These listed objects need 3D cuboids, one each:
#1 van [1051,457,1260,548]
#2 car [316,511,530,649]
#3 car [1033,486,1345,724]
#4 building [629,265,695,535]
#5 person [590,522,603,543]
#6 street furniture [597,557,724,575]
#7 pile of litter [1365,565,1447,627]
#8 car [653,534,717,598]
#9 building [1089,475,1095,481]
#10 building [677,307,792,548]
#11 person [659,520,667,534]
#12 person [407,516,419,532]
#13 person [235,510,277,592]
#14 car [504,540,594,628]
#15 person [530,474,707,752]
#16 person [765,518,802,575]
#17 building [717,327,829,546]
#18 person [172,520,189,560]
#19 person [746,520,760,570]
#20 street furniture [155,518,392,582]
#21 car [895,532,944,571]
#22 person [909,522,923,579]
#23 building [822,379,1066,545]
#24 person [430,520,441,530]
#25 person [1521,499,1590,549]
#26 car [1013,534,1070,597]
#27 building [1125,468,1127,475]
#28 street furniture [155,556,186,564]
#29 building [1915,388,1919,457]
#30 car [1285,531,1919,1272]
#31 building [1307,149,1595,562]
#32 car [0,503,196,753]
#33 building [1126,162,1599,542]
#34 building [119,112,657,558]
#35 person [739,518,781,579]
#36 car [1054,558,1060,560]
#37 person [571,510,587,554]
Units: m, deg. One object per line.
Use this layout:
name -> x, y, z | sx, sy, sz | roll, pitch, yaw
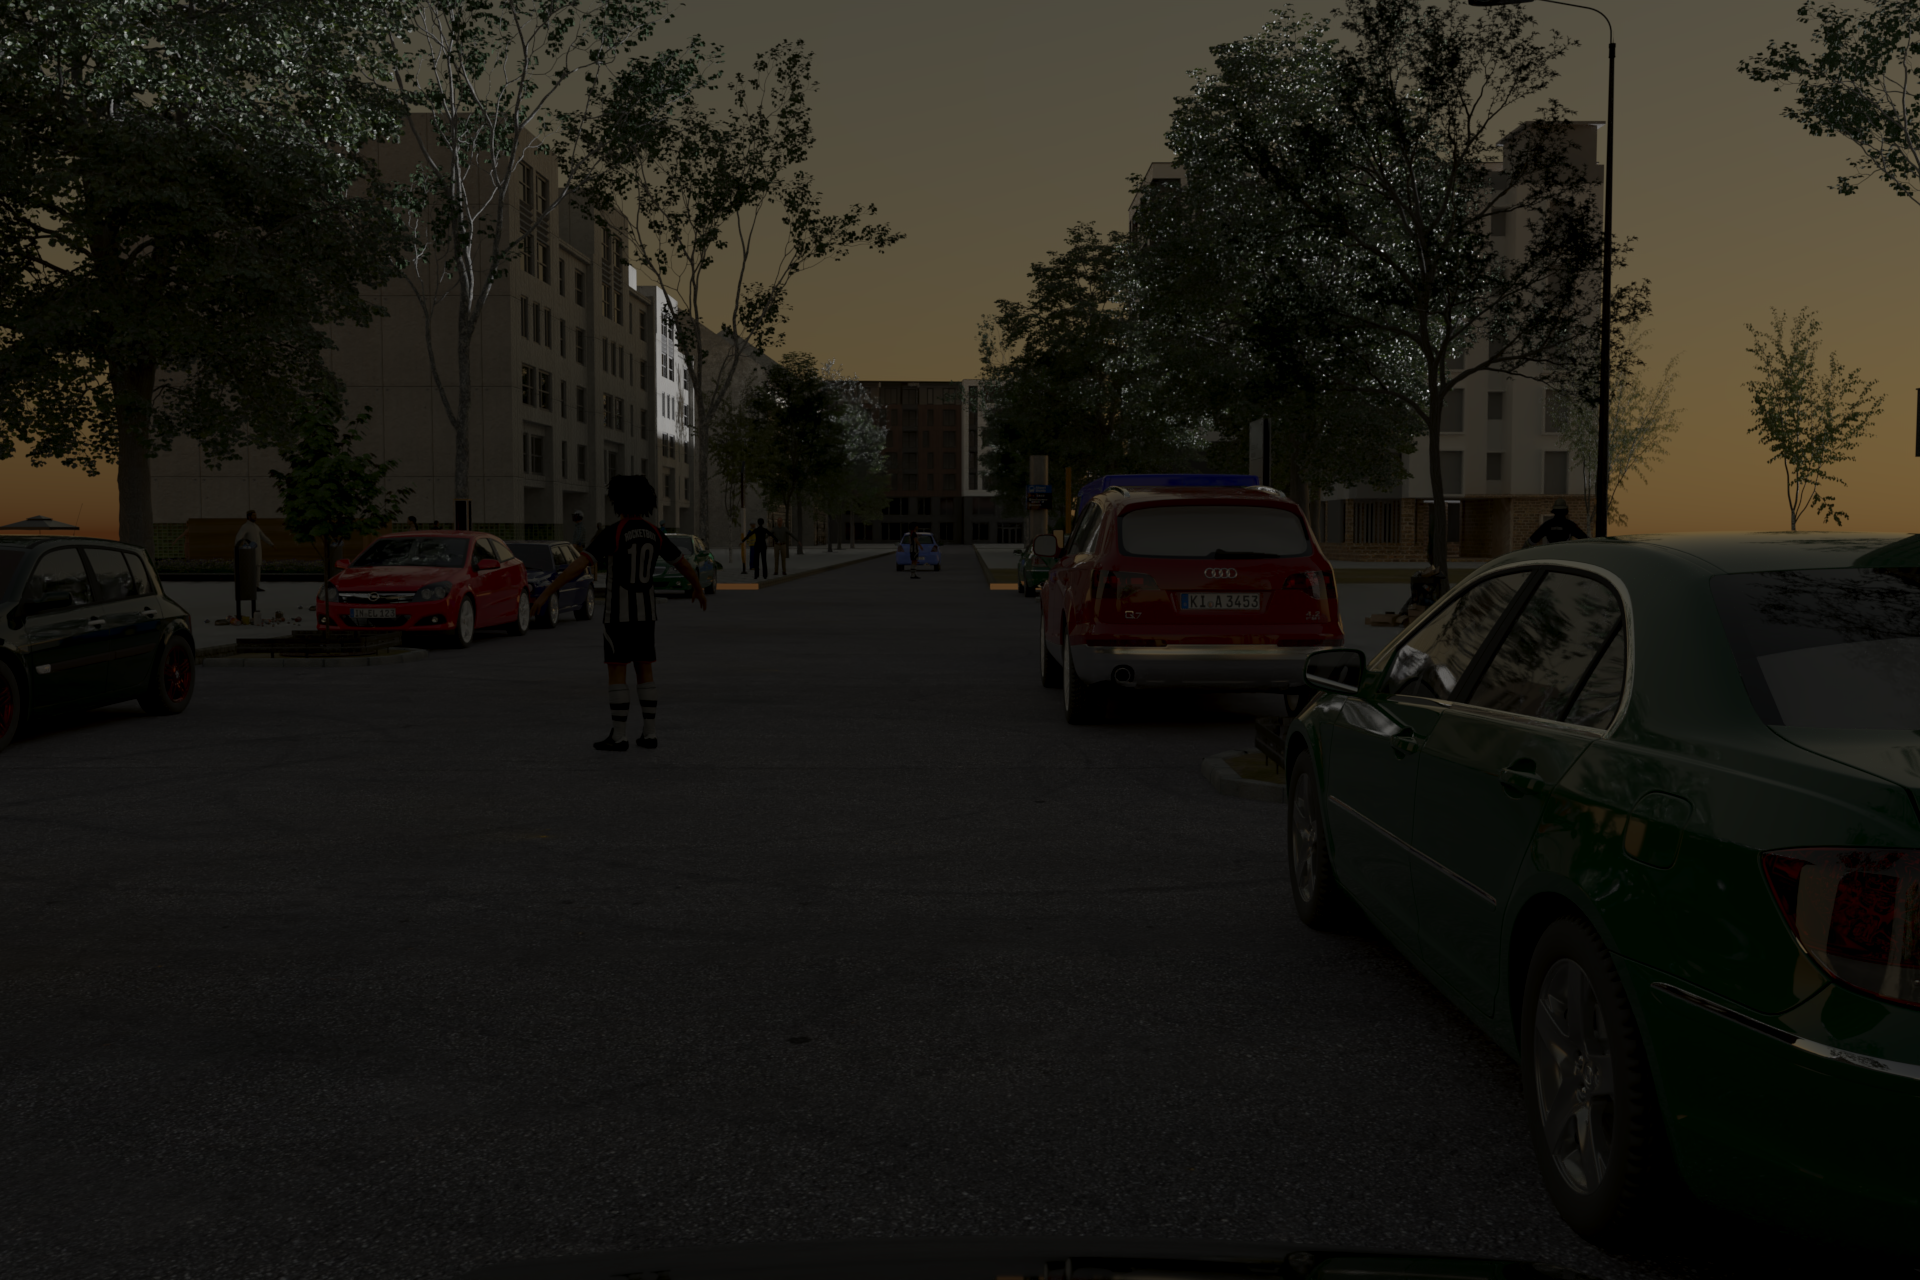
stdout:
van -> 2.251, -0.956, 20.009 | 2.240, 2.365, 5.245 | 0, 3, 0
car -> -7.038, -0.853, 22.982 | 2.155, 1.783, 4.494 | 0, 4, 1
car -> 1.784, -0.361, 14.583 | 2.281, 1.827, 5.304 | 0, 4, -1
building -> -29.916, -15.730, 123.640 | 16.747, 18.905, 31.486 | 0, 4, 1
person -> -16.362, -4.428, 78.520 | 0.705, 1.813, 1.348 | -3, 5, -39
street furniture -> -11.429, -2.642, 58.826 | 5.734, 0.657, 10.072 | 1, 4, 8
pile of litter -> 6.256, -0.614, 24.001 | 1.176, 0.858, 1.719 | 0, 3, 0
car -> -6.765, -1.729, 40.062 | 2.131, 1.459, 4.920 | 0, 4, 0
building -> 21.698, -16.943, 219.157 | 9.099, 9.664, 28.070 | 0, 3, 0
building -> -27.210, -20.908, 172.781 | 19.493, 23.208, 18.063 | 0, 4, 1
person -> -11.325, -3.675, 66.207 | 0.704, 1.817, 1.347 | -2, 4, -34
person -> -13.745, -2.223, 43.159 | 0.721, 1.737, 1.217 | -1, 4, -10
person -> -15.661, -1.975, 38.385 | 0.704, 1.819, 1.344 | 1, 4, 16
car -> -7.000, -0.913, 27.515 | 1.945, 1.354, 3.894 | 0, 4, 0
person -> -2.209, -0.179, 11.523 | 1.345, 1.843, 0.704 | -3, 5, -43
person -> -5.624, -2.927, 54.123 | 1.348, 1.796, 0.705 | 0, 4, -4
building -> -24.814, -22.167, 193.358 | 19.493, 23.208, 18.063 | 0, 4, 0
person -> -24.952, -3.006, 55.958 | 0.721, 1.733, 1.217 | 1, 4, 19
person -> -7.308, -3.385, 61.803 | 0.721, 1.772, 1.216 | 1, 4, 22
street furniture -> -20.311, -2.607, 49.479 | 9.812, 1.723, 11.010 | 0, 4, 6
car -> -1.606, -3.552, 67.667 | 1.945, 1.707, 3.694 | 0, 4, 0
person -> -1.443, -2.869, 55.511 | 0.704, 1.843, 1.345 | -1, 4, -16
building -> -2.883, -24.088, 240.274 | 32.646, 21.610, 27.936 | 0, 4, -5
person -> -19.812, -3.634, 65.638 | 1.346, 1.802, 0.704 | 2, 4, 26
person -> 9.580, -1.333, 27.664 | 1.351, 1.845, 0.704 | 2, 4, 35
car -> 2.343, -1.767, 40.696 | 2.131, 1.459, 4.920 | 0, 4, -1
building -> 19.784, -14.859, 185.086 | 9.099, 9.664, 28.070 | 0, 4, 1
street furniture -> -23.477, -2.768, 60.876 | 10.072, 0.657, 5.734 | 1, 4, 13
building -> 25.685, -13.989, 22.224 | 14.314, 27.812, 24.014 | 0, 4, 1
car -> 2.152, 0.421, 4.907 | 2.131, 1.459, 4.920 | 0, 3, 0
building -> 23.173, -14.386, 91.638 | 16.016, 20.090, 11.380 | 0, 4, 0
car -> -7.060, -0.158, 12.374 | 2.009, 1.686, 4.222 | 0, 4, 1
building -> 24.536, -16.377, 111.742 | 27.936, 21.610, 32.646 | 0, 4, 0
building -> -27.013, -13.602, 88.848 | 16.747, 18.905, 31.486 | 0, 4, 1
person -> -5.704, -2.611, 49.407 | 1.216, 1.740, 0.721 | -1, 4, -17
car -> 2.638, -1.274, 30.416 | 1.945, 1.707, 3.694 | 0, 4, -1
person -> -9.205, -2.194, 41.708 | 0.704, 1.849, 1.345 | -1, 4, -10
